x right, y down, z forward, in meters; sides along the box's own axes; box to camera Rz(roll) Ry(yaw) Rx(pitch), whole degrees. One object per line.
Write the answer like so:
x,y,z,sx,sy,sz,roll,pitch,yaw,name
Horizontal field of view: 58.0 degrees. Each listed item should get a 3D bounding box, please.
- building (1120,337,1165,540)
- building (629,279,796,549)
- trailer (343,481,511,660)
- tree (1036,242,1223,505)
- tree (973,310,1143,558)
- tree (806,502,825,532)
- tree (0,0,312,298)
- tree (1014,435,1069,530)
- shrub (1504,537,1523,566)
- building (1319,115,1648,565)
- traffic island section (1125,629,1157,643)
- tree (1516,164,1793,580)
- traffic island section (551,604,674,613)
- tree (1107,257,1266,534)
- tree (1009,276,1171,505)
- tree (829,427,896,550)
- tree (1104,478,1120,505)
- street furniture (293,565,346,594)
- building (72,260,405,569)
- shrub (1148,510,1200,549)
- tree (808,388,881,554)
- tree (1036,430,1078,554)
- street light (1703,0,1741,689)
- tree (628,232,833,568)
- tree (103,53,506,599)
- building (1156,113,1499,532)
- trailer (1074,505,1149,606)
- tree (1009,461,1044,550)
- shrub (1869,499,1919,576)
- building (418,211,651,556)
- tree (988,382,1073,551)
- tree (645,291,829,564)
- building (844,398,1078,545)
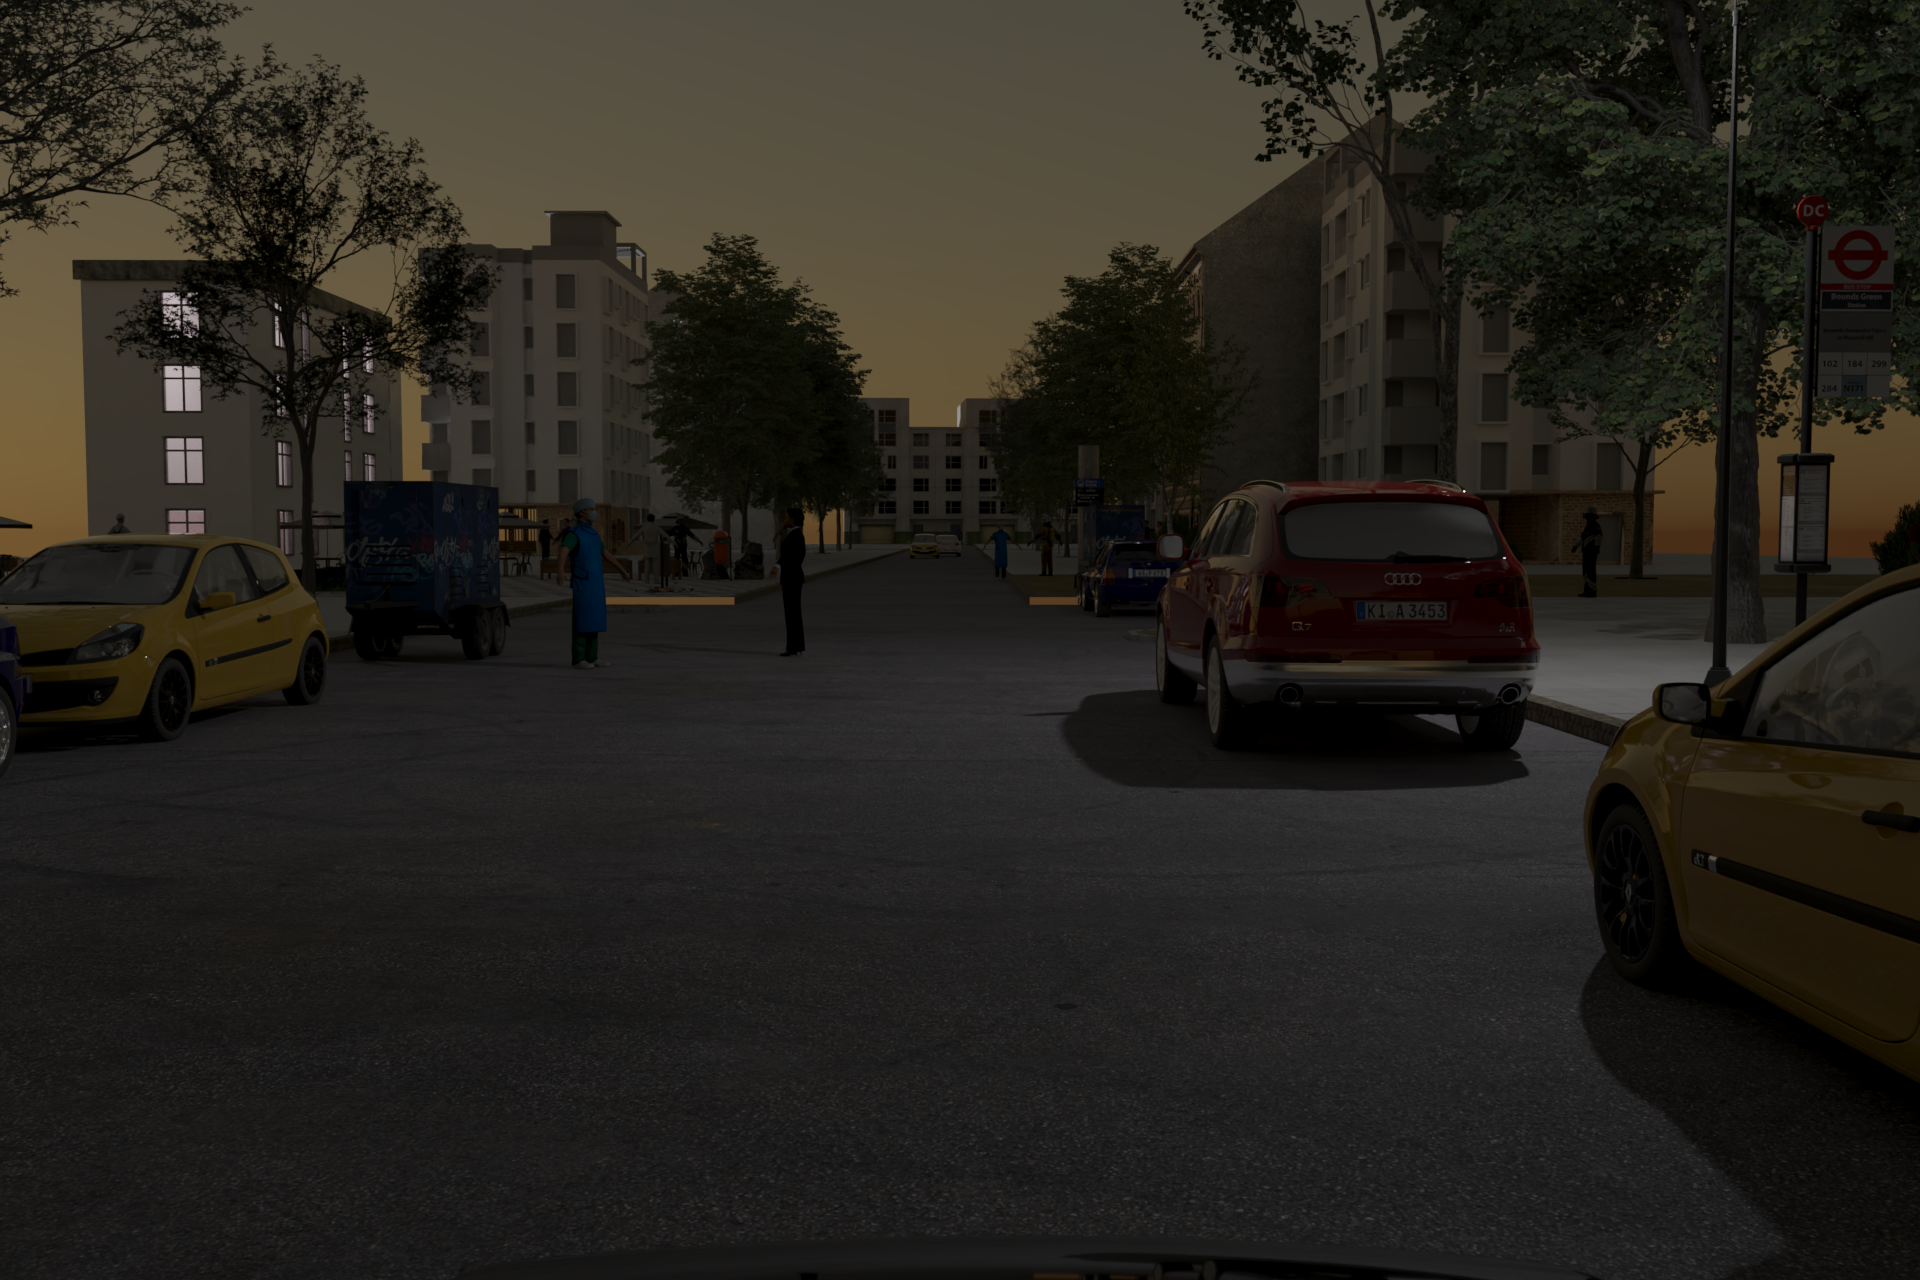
24.508,-17.843,158.189,16.747,18.905,31.486,0,3,0,building
-25.087,-20.016,158.191,19.493,23.208,18.063,0,4,1,building
-6.126,-0.752,19.340,1.471,1.999,3.904,0,3,0,trailer
6.779,-9.134,67.466,7.486,12.596,7.792,0,3,0,tree
5.821,-11.283,94.851,12.009,13.543,11.850,0,3,0,tree
-18.535,-17.110,230.103,4.737,8.622,4.395,0,3,0,tree
-12.787,-6.649,19.084,12.009,13.543,11.850,0,3,0,tree
6.030,-10.279,118.421,4.737,8.622,4.395,0,3,0,tree
14.598,-2.154,46.337,1.383,1.207,1.383,0,3,0,shrub
22.862,-13.941,84.348,16.016,20.090,11.380,0,4,0,building
3.287,-0.050,23.678,1.991,0.108,1.994,0,4,1,traffic island section
19.364,-7.534,48.943,9.928,11.665,9.643,0,3,0,tree
-6.412,-0.575,32.273,1.991,0.108,1.994,0,4,0,traffic island section
5.705,-5.850,46.005,4.737,8.622,4.395,0,3,0,tree
6.051,-9.721,77.072,7.486,12.596,7.792,0,3,0,tree
-8.689,-12.672,141.599,7.601,10.594,8.767,-2,4,-28,tree
21.113,-17.875,226.675,7.601,10.594,8.767,0,4,-3,tree
-15.667,-1.608,41.909,5.734,0.657,10.072,-3,5,-42,street furniture
-26.529,-7.648,67.190,9.099,9.664,28.070,0,4,-1,building
6.289,-2.826,50.632,1.690,2.028,1.600,0,3,0,shrub
-9.052,-11.477,113.399,9.928,11.665,9.643,0,3,0,tree
6.175,-9.753,109.826,4.360,8.622,3.978,0,3,0,tree
6.757,-2.535,13.994,1.470,5.913,1.316,0,4,0,street light
-8.661,-9.002,65.312,7.486,12.596,7.792,0,3,0,tree
-12.240,-6.025,32.927,8.767,10.594,7.601,1,4,22,tree
21.977,-16.432,99.584,19.493,23.208,18.063,0,4,0,building
3.074,-1.747,35.607,1.471,1.999,3.904,0,4,-1,trailer
5.968,-11.561,139.380,4.360,8.622,3.978,0,3,0,tree
20.222,-1.972,36.660,1.690,2.028,1.600,0,3,0,shrub
-25.659,-15.065,102.733,16.016,20.090,11.380,0,3,0,building
5.694,-12.891,128.898,7.486,12.596,7.792,0,3,0,tree
-9.468,-9.122,74.893,9.928,11.665,9.643,0,3,0,tree
0.206,-22.195,231.806,31.486,18.905,16.747,0,4,-4,building
